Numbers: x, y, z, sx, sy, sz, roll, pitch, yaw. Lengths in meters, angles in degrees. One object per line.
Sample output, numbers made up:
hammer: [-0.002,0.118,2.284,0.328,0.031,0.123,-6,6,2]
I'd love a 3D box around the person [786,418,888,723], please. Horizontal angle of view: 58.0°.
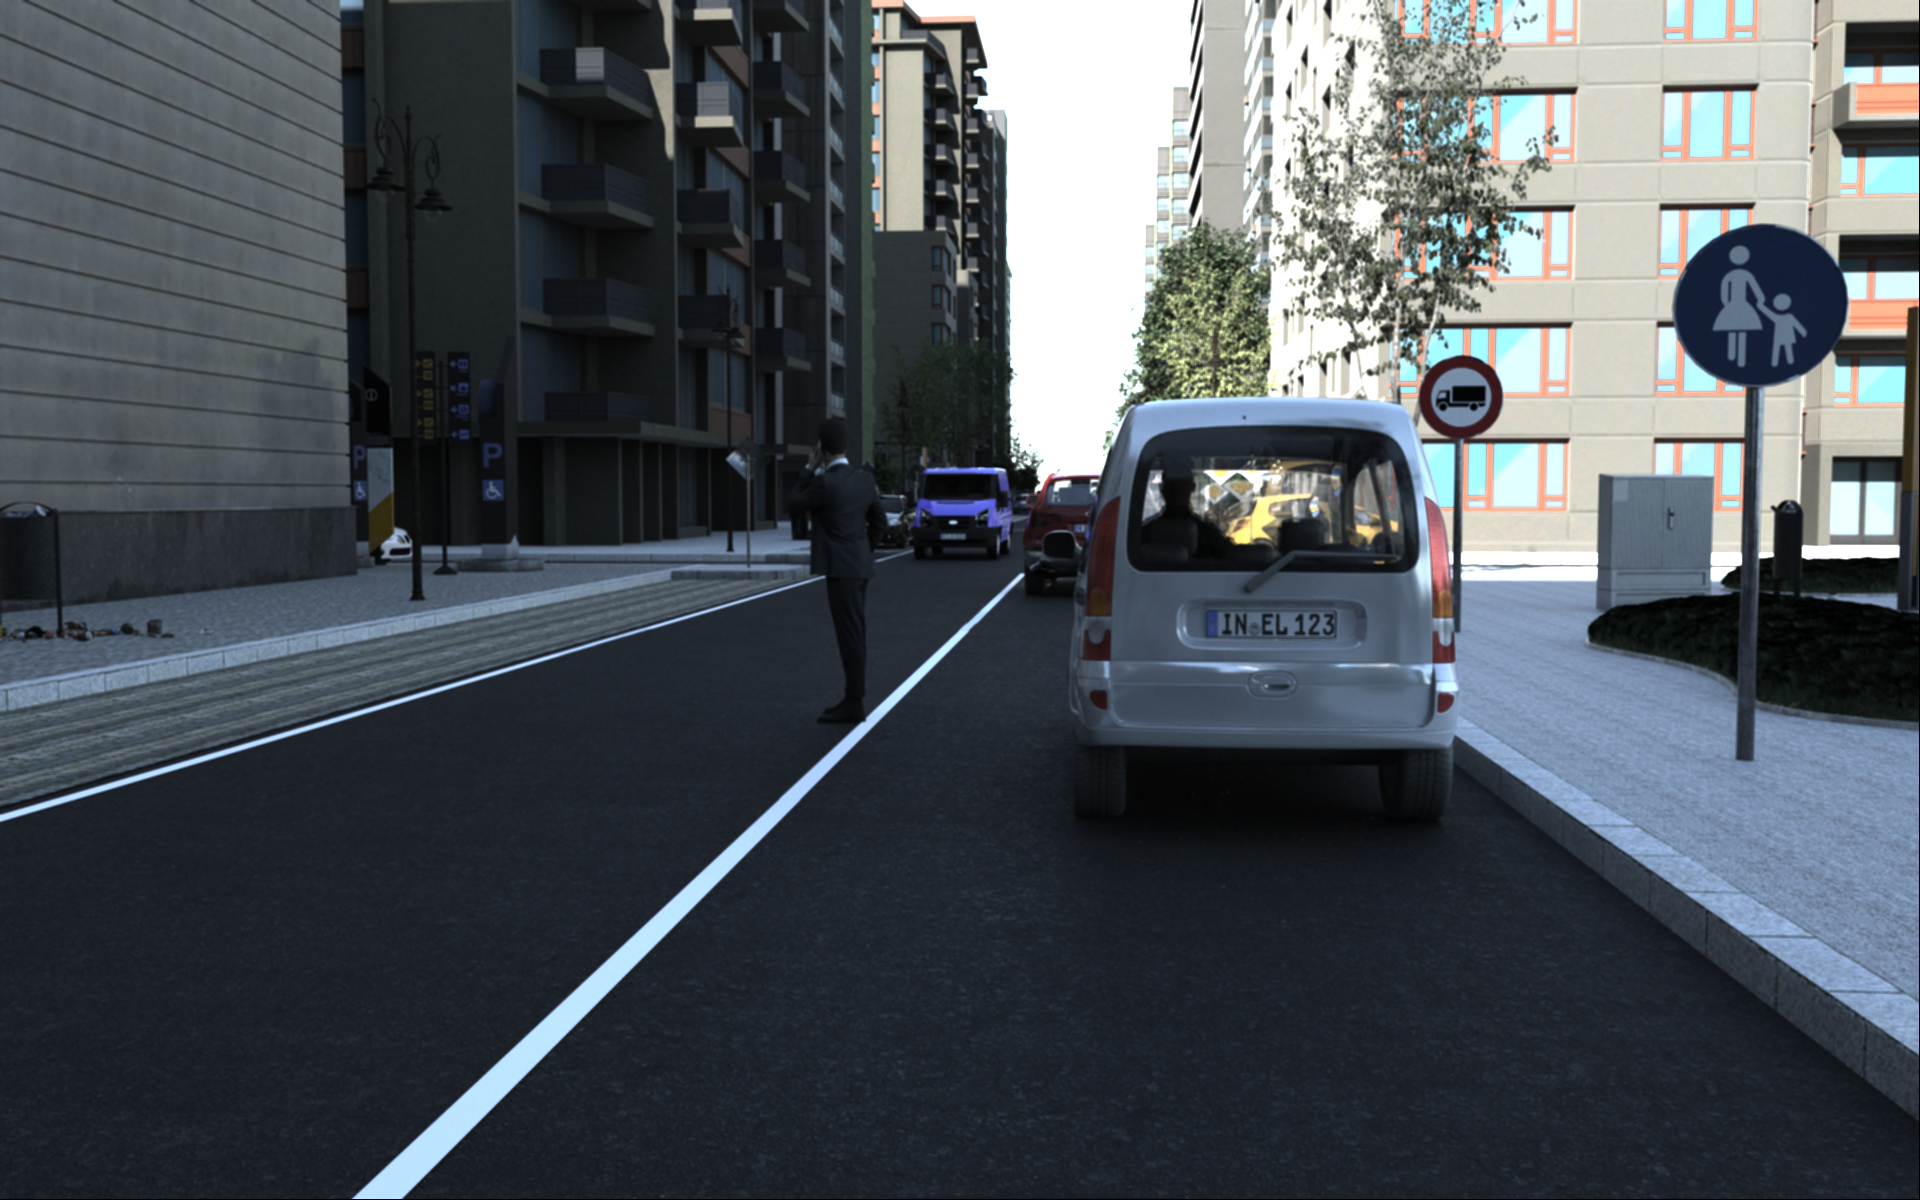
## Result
person: [-0.784,-0.187,10.922,0.474,1.900,0.648,2,4,24]

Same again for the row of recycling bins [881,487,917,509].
row of recycling bins: [-4.210,-6.120,107.167,3.534,1.692,1.069,1,4,15]

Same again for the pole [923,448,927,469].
pole: [-1.537,-5.035,76.170,0.158,3.312,0.155,0,3,0]

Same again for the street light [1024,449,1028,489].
street light: [6.873,-12.619,179.104,0.468,5.910,1.993,0,4,5]

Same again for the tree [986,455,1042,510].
tree: [3.542,-9.585,140.429,4.285,4.588,4.351,0,3,0]

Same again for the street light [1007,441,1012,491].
street light: [4.169,-10.667,147.199,0.468,5.910,1.993,0,4,5]

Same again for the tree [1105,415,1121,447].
tree: [20.058,-16.507,195.640,9.928,11.665,9.643,0,3,0]

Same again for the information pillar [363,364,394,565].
information pillar: [-10.481,-2.437,31.199,0.504,3.616,0.183,0,4,-3]

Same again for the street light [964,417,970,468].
street light: [0.385,-7.915,102.196,0.468,5.910,1.993,0,4,5]

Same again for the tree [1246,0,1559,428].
tree: [5.737,-4.404,22.370,4.360,8.622,3.978,0,3,0]

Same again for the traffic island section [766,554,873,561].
traffic island section: [-3.029,-0.968,38.108,2.009,0.180,2.903,0,4,5]

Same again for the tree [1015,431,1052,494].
tree: [8.492,-15.367,201.615,4.737,8.622,4.395,0,3,0]

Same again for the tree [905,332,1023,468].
tree: [0.088,-11.286,110.287,9.928,11.665,9.643,0,3,0]

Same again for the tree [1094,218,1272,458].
tree: [10.393,-9.484,72.077,9.611,12.733,9.660,0,3,0]

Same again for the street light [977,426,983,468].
street light: [1.358,-8.717,115.302,0.468,5.910,1.993,0,4,5]

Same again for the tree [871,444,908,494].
tree: [-3.072,-4.373,66.096,1.663,3.219,1.824,0,3,0]

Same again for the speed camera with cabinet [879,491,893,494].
speed camera with cabinet: [-4.685,-7.106,110.525,0.660,3.252,2.038,2,4,32]

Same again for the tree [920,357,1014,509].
tree: [-0.155,-8.737,93.209,4.360,8.622,3.978,0,3,0]

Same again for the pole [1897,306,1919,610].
pole: [10.427,-1.535,18.941,0.158,3.312,0.155,0,3,0]

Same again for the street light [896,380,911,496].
street light: [-2.295,-5.963,70.289,0.468,5.910,1.993,0,4,5]

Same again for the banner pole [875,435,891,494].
banner pole: [-3.219,-5.095,73.325,0.863,3.779,0.401,0,4,5]

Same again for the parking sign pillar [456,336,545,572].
parking sign pillar: [-7.737,-2.482,29.056,1.447,3.967,1.447,0,4,-6]

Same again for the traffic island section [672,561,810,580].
traffic island section: [-3.700,-0.481,30.151,2.009,0.180,2.903,0,4,5]

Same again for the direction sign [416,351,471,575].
direction sign: [-8.236,-2.177,27.597,0.876,3.537,0.379,-1,4,-11]

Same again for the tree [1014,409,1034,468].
tree: [4.472,-12.276,151.067,4.360,8.622,3.978,0,3,0]

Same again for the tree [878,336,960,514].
tree: [-2.092,-8.009,81.306,4.737,8.622,4.395,0,3,0]

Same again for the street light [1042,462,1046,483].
street light: [11.119,-15.741,230.149,0.468,5.910,1.993,0,4,5]

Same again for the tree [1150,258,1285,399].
tree: [8.132,-6.410,55.164,4.737,8.622,4.395,0,3,0]

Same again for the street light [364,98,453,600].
street light: [-6.563,-2.935,20.779,0.468,5.910,1.993,0,4,5]

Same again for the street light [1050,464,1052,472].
street light: [13.799,-17.692,262.056,0.468,5.910,1.993,0,4,5]

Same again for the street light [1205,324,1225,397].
street light: [6.926,-4.550,47.172,0.468,5.910,1.993,0,4,5]

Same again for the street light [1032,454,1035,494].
street light: [8.392,-13.758,197.735,0.468,5.910,1.993,0,4,5]

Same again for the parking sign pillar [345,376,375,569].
parking sign pillar: [-10.973,-2.546,30.107,1.447,3.967,1.447,1,4,19]

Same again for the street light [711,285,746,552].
street light: [-5.116,-4.013,38.393,0.468,5.910,1.993,0,4,5]
